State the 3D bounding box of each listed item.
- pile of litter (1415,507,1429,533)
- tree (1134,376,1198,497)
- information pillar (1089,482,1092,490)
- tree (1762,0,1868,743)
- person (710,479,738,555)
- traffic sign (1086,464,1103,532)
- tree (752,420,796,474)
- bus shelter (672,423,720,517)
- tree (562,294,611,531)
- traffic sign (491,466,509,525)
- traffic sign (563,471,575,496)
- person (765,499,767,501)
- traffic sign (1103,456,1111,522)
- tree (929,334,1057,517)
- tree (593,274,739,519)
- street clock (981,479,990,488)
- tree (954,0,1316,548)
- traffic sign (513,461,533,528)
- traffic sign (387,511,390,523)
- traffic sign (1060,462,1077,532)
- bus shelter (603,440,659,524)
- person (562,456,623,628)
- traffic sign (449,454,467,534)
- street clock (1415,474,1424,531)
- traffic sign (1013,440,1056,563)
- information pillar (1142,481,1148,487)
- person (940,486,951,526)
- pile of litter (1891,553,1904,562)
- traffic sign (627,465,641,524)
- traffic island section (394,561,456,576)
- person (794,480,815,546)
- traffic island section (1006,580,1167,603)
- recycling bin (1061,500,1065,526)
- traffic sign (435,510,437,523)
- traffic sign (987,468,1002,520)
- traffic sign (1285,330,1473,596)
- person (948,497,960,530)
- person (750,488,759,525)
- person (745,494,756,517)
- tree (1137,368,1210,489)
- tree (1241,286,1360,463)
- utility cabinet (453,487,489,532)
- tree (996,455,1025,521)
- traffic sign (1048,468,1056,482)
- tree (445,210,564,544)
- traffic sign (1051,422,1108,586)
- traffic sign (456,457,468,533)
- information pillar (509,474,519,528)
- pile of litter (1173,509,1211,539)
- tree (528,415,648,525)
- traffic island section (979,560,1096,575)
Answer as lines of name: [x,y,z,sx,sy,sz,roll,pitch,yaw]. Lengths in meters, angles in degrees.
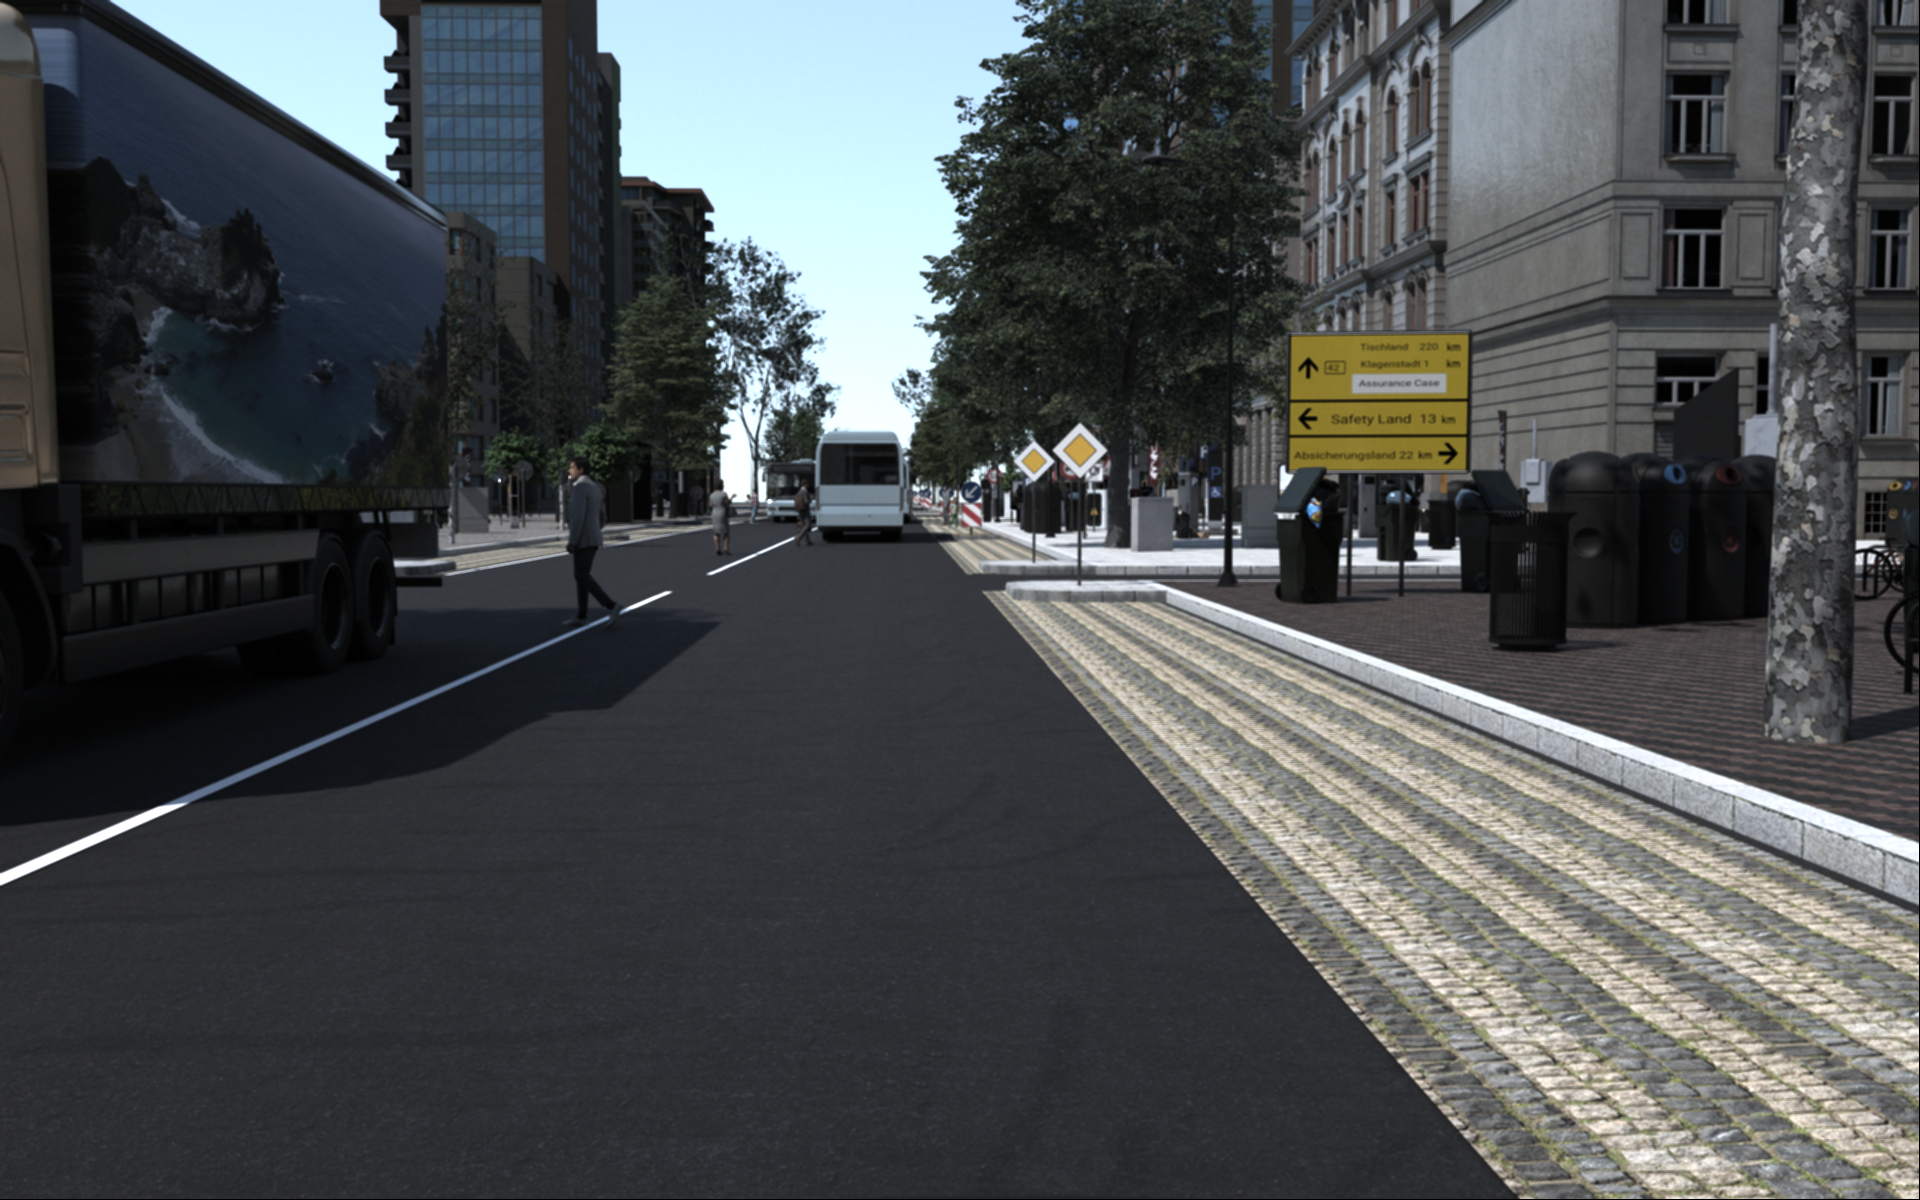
pile of litter: [15.755,-2.675,57.695,1.176,0.858,1.719,1,4,17]
tree: [12.304,-9.284,102.161,4.360,8.622,3.978,0,3,0]
information pillar: [5.894,-5.287,77.804,0.183,3.616,0.504,-1,4,-12]
tree: [5.688,-9.385,9.334,12.611,20.169,13.585,0,3,0]
person: [-5.498,-1.944,40.641,0.716,1.782,0.532,2,4,27]
traffic sign: [4.522,-3.441,58.382,0.606,2.300,0.079,0,4,-2]
tree: [-18.075,-13.292,167.694,4.737,8.622,4.395,0,3,0]
bus shelter: [-15.444,-7.518,100.545,2.179,5.291,8.768,0,4,-2]
tree: [-14.020,-6.724,60.292,4.360,8.622,3.978,0,3,0]
traffic sign: [-18.751,-4.255,70.749,0.795,2.450,0.064,0,4,5]
traffic sign: [-17.013,-4.488,75.516,0.606,2.300,0.079,0,4,1]
person: [-11.770,-6.137,109.666,1.217,1.723,0.721,-1,4,-14]
traffic sign: [5.035,-3.582,58.567,0.884,2.594,0.081,0,4,-1]
tree: [1.856,-10.485,97.181,9.928,11.665,9.643,0,3,0]
tree: [-15.312,-10.527,90.243,7.486,12.596,7.792,0,3,0]
street clock: [1.269,-4.971,85.850,0.358,2.002,0.471,3,5,43]
tree: [3.903,-8.227,41.165,9.857,13.997,8.962,0,3,0]
traffic sign: [-16.701,-4.045,66.242,0.768,2.556,0.104,0,4,1]
traffic sign: [-10.465,-1.717,31.714,0.795,2.450,0.064,0,4,-2]
traffic sign: [3.775,-3.581,58.655,0.768,2.556,0.104,0,4,5]
bus shelter: [-14.923,-5.336,78.525,1.731,3.624,6.357,0,4,-2]
person: [-3.974,-0.635,18.722,0.795,1.843,0.661,1,4,13]
traffic sign: [-16.157,-3.383,55.421,0.768,2.556,0.104,0,4,0]
street clock: [15.997,-3.434,60.720,0.358,2.002,0.471,-3,5,-44]
traffic sign: [1.372,-1.742,32.129,0.795,2.450,0.064,0,4,-2]
information pillar: [10.417,-5.677,97.304,0.304,2.012,0.304,2,4,28]
person: [-0.618,-4.251,78.099,0.391,1.810,0.635,-1,4,-22]
pile of litter: [18.315,-1.159,32.909,1.719,0.858,1.176,-1,4,-21]
traffic sign: [-14.077,-4.541,74.350,0.768,2.556,0.104,0,4,1]
traffic island section: [-10.489,-0.581,31.775,2.009,0.180,2.903,0,4,-2]
person: [-4.332,-2.414,47.935,0.822,1.834,0.622,-3,5,-42]
traffic island section: [1.689,-0.119,24.227,2.009,0.180,2.903,0,4,-2]
recycling bin: [4.250,-3.448,68.926,0.722,1.027,0.722,-1,4,-21]
traffic sign: [-15.436,-3.118,50.979,0.884,2.594,0.081,0,4,1]
traffic sign: [1.687,-5.170,84.630,0.768,2.556,0.104,0,4,5]
traffic sign: [5.217,-1.700,21.666,2.265,3.308,0.079,0,4,7]
person: [-0.242,-3.478,69.606,0.306,1.304,0.590,-3,5,-44]
person: [-9.670,-4.402,81.310,0.643,1.720,0.563,-2,4,-34]
person: [-13.062,-5.907,108.269,0.628,1.438,0.799,1,4,10]
tree: [10.066,-7.843,78.599,4.737,8.622,4.395,0,3,0]
tree: [11.761,-6.738,60.527,4.737,8.622,4.395,0,3,0]
utility cabinet: [-16.277,-2.985,57.479,1.173,1.500,0.318,-2,4,-28]
tree: [2.440,-5.385,82.653,1.663,3.219,1.824,0,3,0]
traffic sign: [4.181,-5.023,82.236,0.768,2.556,0.104,0,4,-1]
tree: [-13.344,-5.760,44.541,4.360,8.622,3.978,0,3,0]
traffic sign: [1.666,-1.254,24.149,0.795,2.450,0.064,0,4,-2]
traffic sign: [-16.514,-3.471,56.851,0.768,2.556,0.104,0,4,1]
information pillar: [-16.682,-3.688,64.793,0.304,2.012,0.304,-2,4,-23]
pile of litter: [6.689,-2.221,50.285,1.176,0.858,1.719,0,4,8]
tree: [-14.598,-5.376,71.615,4.285,4.588,4.351,0,3,0]
traffic island section: [1.395,-0.607,32.207,2.009,0.180,2.903,0,4,-2]
